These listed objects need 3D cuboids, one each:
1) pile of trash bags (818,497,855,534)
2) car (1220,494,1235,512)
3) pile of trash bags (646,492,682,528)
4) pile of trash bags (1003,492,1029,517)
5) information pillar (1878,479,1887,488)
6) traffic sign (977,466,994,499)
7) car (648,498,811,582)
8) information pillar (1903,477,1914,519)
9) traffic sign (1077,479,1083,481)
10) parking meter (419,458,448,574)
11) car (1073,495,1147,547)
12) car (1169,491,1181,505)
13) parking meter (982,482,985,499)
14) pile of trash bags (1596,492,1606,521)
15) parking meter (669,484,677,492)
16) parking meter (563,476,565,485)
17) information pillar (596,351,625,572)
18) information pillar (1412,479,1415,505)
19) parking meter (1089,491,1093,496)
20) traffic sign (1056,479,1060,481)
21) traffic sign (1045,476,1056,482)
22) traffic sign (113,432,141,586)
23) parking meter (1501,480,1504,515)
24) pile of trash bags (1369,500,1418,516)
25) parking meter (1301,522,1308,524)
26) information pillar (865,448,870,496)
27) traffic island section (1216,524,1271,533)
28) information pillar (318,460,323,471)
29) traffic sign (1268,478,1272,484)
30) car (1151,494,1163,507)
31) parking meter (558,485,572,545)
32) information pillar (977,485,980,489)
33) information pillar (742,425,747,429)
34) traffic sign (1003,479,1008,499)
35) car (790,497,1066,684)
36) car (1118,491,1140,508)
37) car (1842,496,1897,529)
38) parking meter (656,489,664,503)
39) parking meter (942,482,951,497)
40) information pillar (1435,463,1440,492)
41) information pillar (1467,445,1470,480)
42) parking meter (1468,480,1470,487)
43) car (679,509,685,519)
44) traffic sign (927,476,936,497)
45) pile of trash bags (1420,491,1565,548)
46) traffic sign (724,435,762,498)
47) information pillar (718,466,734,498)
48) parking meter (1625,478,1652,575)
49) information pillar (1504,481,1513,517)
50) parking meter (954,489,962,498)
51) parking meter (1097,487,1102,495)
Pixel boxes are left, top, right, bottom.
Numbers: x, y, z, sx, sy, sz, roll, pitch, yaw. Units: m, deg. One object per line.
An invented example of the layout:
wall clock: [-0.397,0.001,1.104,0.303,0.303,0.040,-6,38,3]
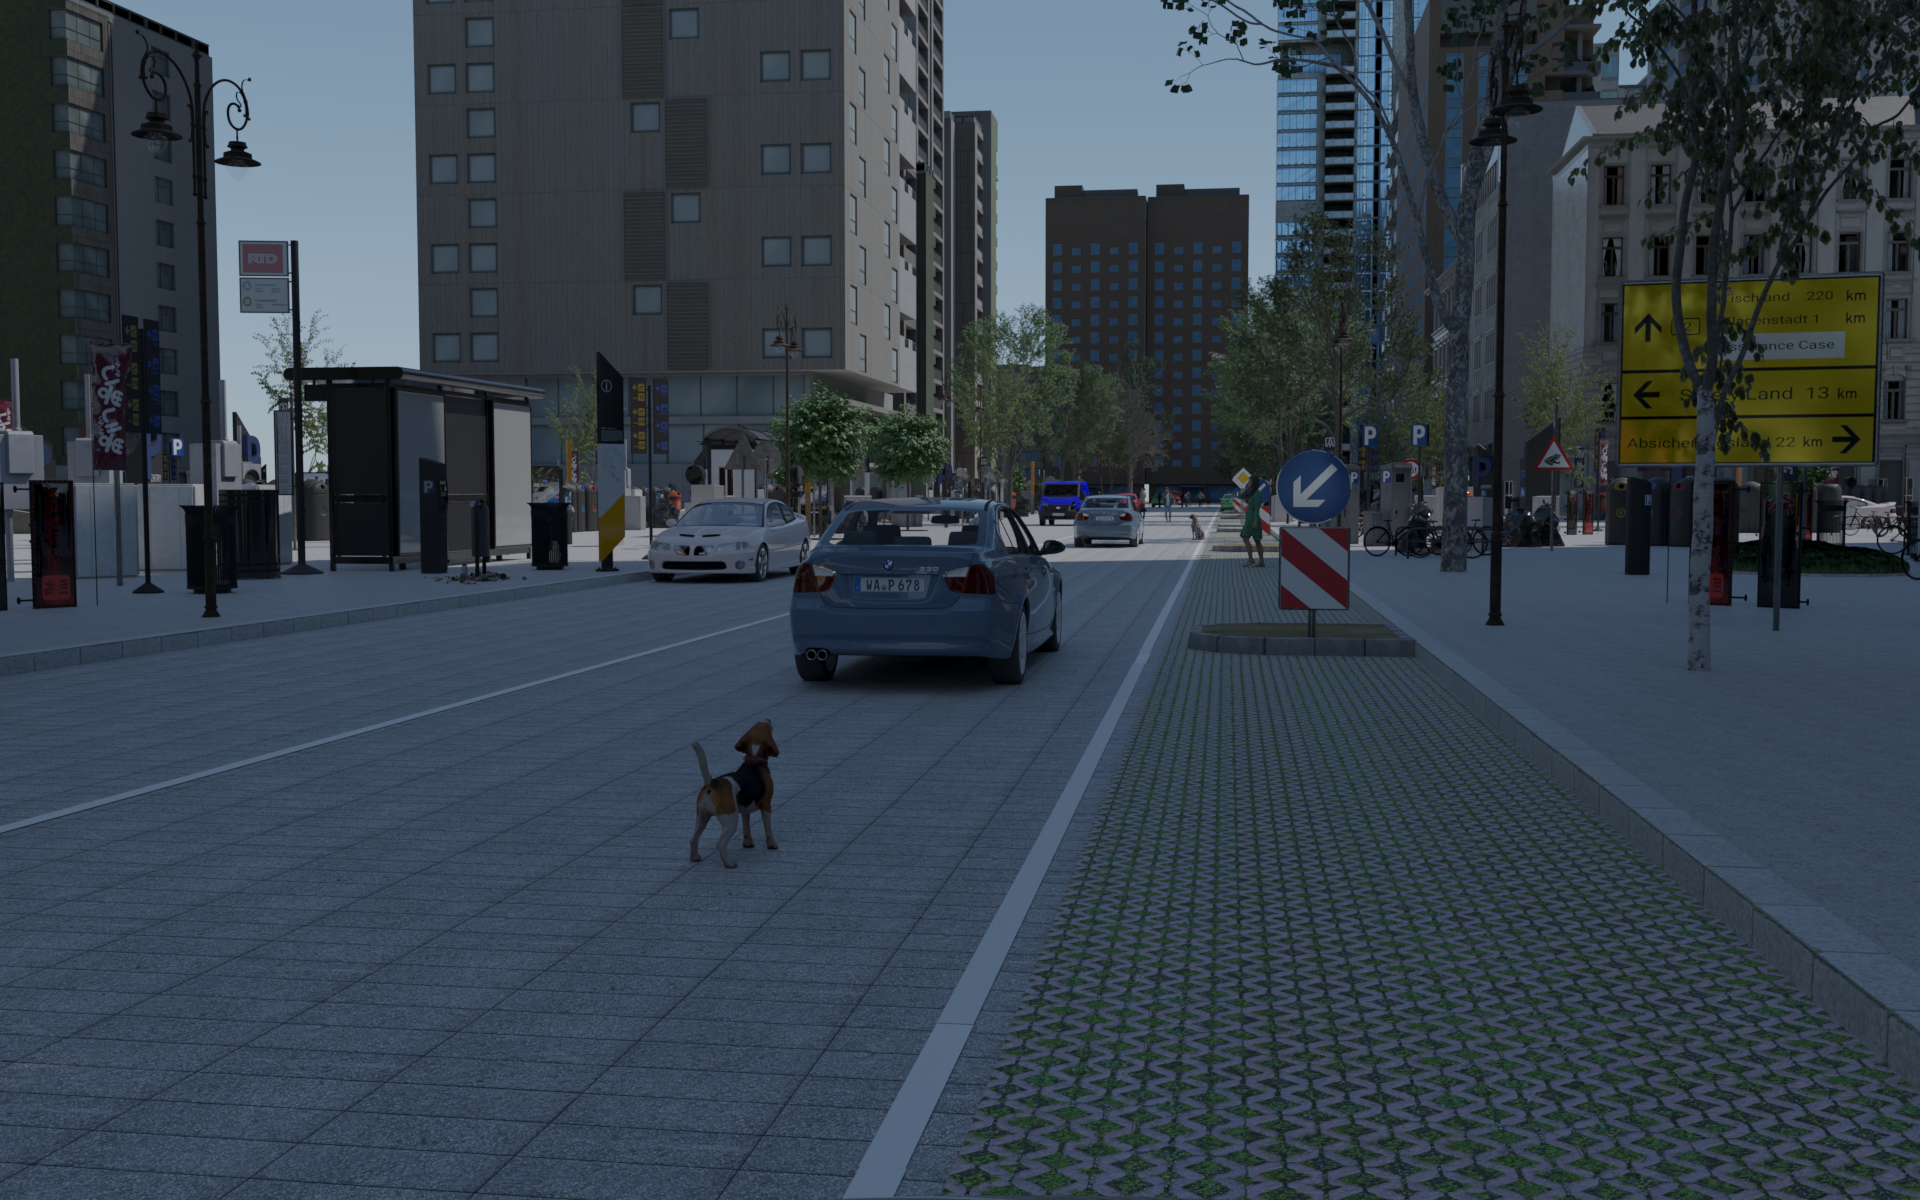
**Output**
pile of trash bags: [-4.227,-2.837,56.133,1.912,1.369,3.447,1,4,16]
car: [21.477,-7.824,136.716,1.959,1.807,4.718,1,4,9]
pile of trash bags: [-11.463,-3.449,66.140,1.912,1.369,3.447,1,4,13]
pile of trash bags: [2.947,-5.353,97.275,1.912,1.369,3.447,0,4,1]
information pillar: [43.690,-4.745,82.073,0.304,2.012,0.304,-2,4,-29]
traffic sign: [1.152,-4.757,77.889,0.768,2.556,0.104,1,4,10]
car: [-3.883,-1.071,29.867,2.083,1.381,4.827,1,4,9]
information pillar: [41.735,-4.388,76.233,0.304,2.012,0.304,1,4,10]
traffic sign: [9.866,-8.729,142.829,0.768,2.556,0.104,1,4,13]
parking meter: [-8.477,-1.358,27.913,0.399,1.863,0.255,1,4,15]
car: [4.162,-2.208,48.106,2.014,1.417,4.499,1,4,9]
car: [27.357,-13.044,221.941,2.281,1.827,5.304,1,4,11]
parking meter: [1.107,-4.570,80.425,0.255,1.863,0.399,1,4,14]
pile of trash bags: [31.710,-4.415,81.940,1.912,1.369,3.447,-3,5,-40]
parking meter: [-16.120,-5.596,97.204,0.399,1.863,0.255,-3,4,-36]
parking meter: [-10.955,-2.537,47.185,0.399,1.863,0.255,2,4,26]
information pillar: [-5.785,-2.281,28.646,0.183,3.616,0.504,3,5,45]
information pillar: [33.026,-8.273,126.618,0.504,3.616,0.183,3,4,36]
parking meter: [10.926,-8.364,145.165,0.372,1.533,0.369,0,3,0]
traffic sign: [8.384,-9.069,148.376,0.768,2.556,0.104,1,4,17]
traffic sign: [6.323,-7.420,121.430,0.768,2.556,0.104,1,4,10]
traffic sign: [-11.725,-1.467,24.093,0.768,2.556,0.104,1,4,14]
parking meter: [22.314,-4.041,71.775,0.255,1.863,0.399,-1,4,-15]
pile of trash bags: [14.566,-2.927,57.604,1.912,1.369,3.447,0,4,2]
parking meter: [14.837,-4.055,74.716,0.372,1.533,0.369,0,3,0]
information pillar: [-3.591,-4.620,66.886,0.183,3.616,0.504,-1,4,-16]
traffic island section: [10.731,-2.648,65.569,2.009,0.180,2.903,1,4,9]
information pillar: [-44.461,-7.897,120.467,0.504,3.616,0.183,2,4,32]
traffic sign: [24.061,-8.195,133.995,0.884,2.594,0.081,1,4,12]
car: [21.887,-11.030,189.138,1.959,1.807,4.718,1,4,10]
parking meter: [-10.047,-2.177,43.999,0.372,1.533,0.369,0,3,0]
information pillar: [1.579,-8.270,139.702,0.304,2.012,0.304,-3,5,-43]
information pillar: [-7.098,-4.093,58.278,0.504,3.616,0.183,0,4,0]
traffic sign: [3.143,-7.255,119.806,0.795,2.450,0.064,1,4,18]
car: [-0.173,-0.149,14.436,2.014,1.417,4.499,1,4,9]
car: [11.592,-6.817,120.498,2.155,1.783,4.494,0,4,8]
car: [33.399,-3.326,66.746,4.827,1.381,2.083,1,4,10]
parking meter: [-14.022,-4.435,80.929,0.372,1.533,0.369,0,3,0]
parking meter: [-0.638,-4.610,81.082,0.399,1.863,0.255,-1,4,-16]
information pillar: [36.217,-8.557,131.265,0.183,3.616,0.504,-1,4,-19]
information pillar: [22.595,-5.257,77.298,0.183,3.616,0.504,3,4,36]
parking meter: [21.518,-4.185,74.143,0.399,1.863,0.255,0,4,-1]
car: [-9.763,-3.724,73.243,4.827,1.381,2.083,1,4,10]
traffic sign: [-1.543,-5.140,84.138,0.768,2.556,0.104,1,4,13]
pile of trash bags: [13.435,-2.048,43.235,1.912,1.369,3.447,-1,4,-23]
traffic sign: [-4.741,-2.313,37.816,0.884,2.594,0.081,1,4,13]
information pillar: [-6.162,-2.521,45.711,0.304,2.012,0.304,3,4,39]
parking meter: [10.780,-1.169,27.526,0.372,1.533,0.369,0,3,0]
information pillar: [30.910,-5.696,97.622,0.304,2.012,0.304,-3,4,-36]
parking meter: [-0.100,-4.903,88.583,0.372,1.533,0.369,0,3,0]
parking meter: [11.545,-8.397,143.002,0.399,1.863,0.255,1,4,9]
